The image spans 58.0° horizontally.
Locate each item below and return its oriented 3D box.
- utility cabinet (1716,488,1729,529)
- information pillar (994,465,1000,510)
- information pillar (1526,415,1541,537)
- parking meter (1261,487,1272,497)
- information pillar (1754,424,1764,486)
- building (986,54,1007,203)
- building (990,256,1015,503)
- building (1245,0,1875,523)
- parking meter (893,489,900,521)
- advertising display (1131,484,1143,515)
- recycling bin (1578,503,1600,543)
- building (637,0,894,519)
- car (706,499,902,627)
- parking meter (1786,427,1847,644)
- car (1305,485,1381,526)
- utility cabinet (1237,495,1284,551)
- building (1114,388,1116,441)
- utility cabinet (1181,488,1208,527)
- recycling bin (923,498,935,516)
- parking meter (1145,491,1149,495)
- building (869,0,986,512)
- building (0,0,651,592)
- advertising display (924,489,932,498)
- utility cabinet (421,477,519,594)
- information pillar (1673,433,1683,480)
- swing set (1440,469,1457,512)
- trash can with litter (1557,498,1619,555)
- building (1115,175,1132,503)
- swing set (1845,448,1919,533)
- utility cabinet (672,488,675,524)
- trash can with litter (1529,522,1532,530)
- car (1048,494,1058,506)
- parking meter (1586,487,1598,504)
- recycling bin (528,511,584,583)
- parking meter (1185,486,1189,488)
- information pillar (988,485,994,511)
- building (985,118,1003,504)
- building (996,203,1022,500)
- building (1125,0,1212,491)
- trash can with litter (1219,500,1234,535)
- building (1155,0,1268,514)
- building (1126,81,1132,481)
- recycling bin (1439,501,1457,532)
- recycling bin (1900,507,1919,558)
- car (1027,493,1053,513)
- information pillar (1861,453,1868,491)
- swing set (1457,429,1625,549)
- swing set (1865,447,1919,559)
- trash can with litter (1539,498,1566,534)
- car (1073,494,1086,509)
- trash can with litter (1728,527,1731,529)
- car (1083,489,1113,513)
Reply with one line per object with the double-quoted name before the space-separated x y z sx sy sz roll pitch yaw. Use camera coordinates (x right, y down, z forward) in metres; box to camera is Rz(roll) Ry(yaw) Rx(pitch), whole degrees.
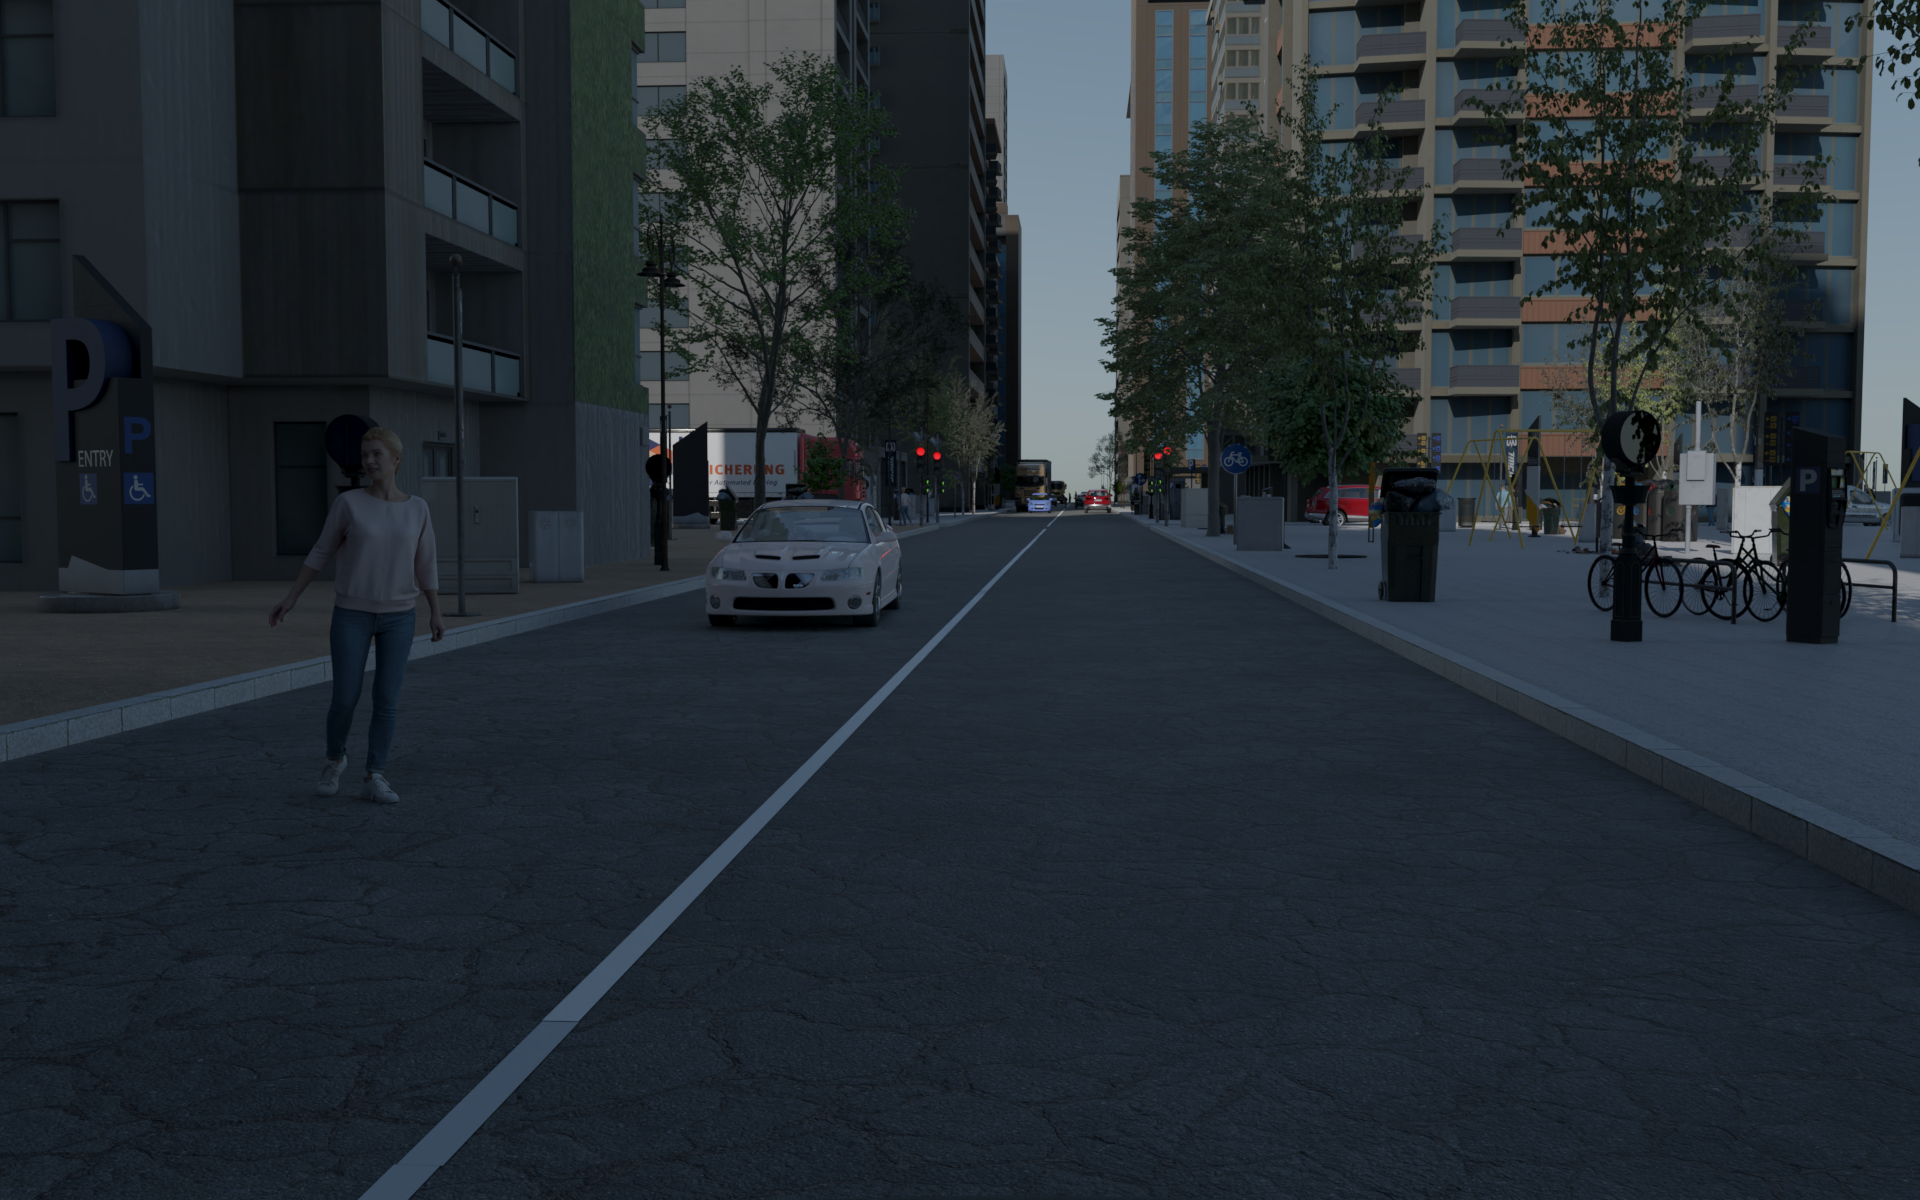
"utility cabinet" 27.435 -3.279 62.293 0.318 1.500 1.173 2 4 28
"information pillar" 3.010 -9.130 140.622 0.504 3.616 0.183 3 5 45
"information pillar" 17.041 -3.675 51.436 0.183 3.616 0.504 -1 4 -22
"parking meter" 10.530 -3.122 59.452 0.372 1.533 0.369 0 3 0
"information pillar" 26.946 -4.103 58.440 0.504 3.616 0.183 -3 5 -44
"building" -0.351 -51.959 287.773 20.563 71.187 20.611 0 4 4
"building" -7.112 -34.183 250.769 32.217 40.220 23.993 0 4 4
"building" 28.206 -26.387 86.053 28.867 44.769 22.147 0 4 4
"parking meter" -3.046 -4.634 84.171 0.372 1.533 0.369 0 3 0
"advertising display" 10.961 -6.249 107.384 0.123 1.923 0.974 -3 4 -37
"recycling bin" 16.888 -2.055 46.147 0.722 1.027 0.722 2 4 24
"building" -13.646 -40.355 98.048 20.563 71.187 20.611 0 4 4
"car" -1.727 -0.484 20.276 2.083 1.381 4.827 0 4 3
"parking meter" 7.375 -0.562 14.907 0.255 1.863 0.399 -2 4 -30
"car" 16.930 -3.840 71.452 5.304 1.827 2.281 0 4 6
"utility cabinet" 6.787 -1.712 39.145 1.020 1.237 0.306 1 4 17
"building" 38.605 -26.280 274.708 27.650 21.520 28.899 0 4 4
"utility cabinet" 9.061 -3.550 66.719 1.173 1.500 0.318 -2 4 -30
"recycling bin" -1.907 -5.385 100.595 0.722 1.027 0.722 -1 4 -18
"parking meter" 12.787 -6.684 117.700 0.372 1.533 0.369 0 3 0
"building" -9.276 -31.032 131.070 21.300 48.544 21.600 0 4 4
"building" -13.755 -21.039 27.583 14.154 41.232 14.086 0 4 4
"advertising display" -2.113 -6.683 114.487 0.123 1.923 0.974 2 4 28
"utility cabinet" -6.260 -0.824 22.150 1.173 1.500 0.318 -1 4 -11
"information pillar" 27.673 -4.614 66.786 0.183 3.616 0.504 -1 4 -8
"swing set" 15.166 -3.127 48.746 2.862 2.851 3.119 -1 4 -19
"trash can with litter" 13.798 -1.614 37.448 1.678 1.210 2.233 -1 4 -13
"building" 33.287 -38.217 248.556 21.300 48.544 21.600 0 4 4
"swing set" 33.270 -4.048 63.798 3.119 2.851 2.862 -3 5 -43
"utility cabinet" -10.925 -3.633 68.075 0.318 1.500 1.173 1 4 18
"trash can with litter" 20.509 -3.064 61.490 0.624 1.170 1.055 1 4 16
"car" 10.534 -11.877 203.975 2.009 1.686 4.222 0 4 2
"parking meter" 21.648 -3.117 59.373 0.372 1.533 0.369 0 3 0
"recycling bin" -5.894 -0.778 25.272 0.722 1.027 0.722 -1 4 -19
"parking meter" 16.934 -7.596 129.909 0.399 1.863 0.255 3 4 36
"information pillar" 2.367 -8.093 136.810 0.304 2.012 0.304 0 4 2
"building" -6.521 -33.279 198.735 22.147 44.769 28.867 0 4 4
"building" 2.425 -37.893 269.663 14.600 45.320 14.200 0 4 4
"building" 20.946 -30.021 140.955 14.600 45.320 14.200 0 4 4
"trash can with litter" 8.467 -2.683 55.254 1.055 1.170 0.624 2 4 34
"building" 29.242 -25.783 113.430 32.217 40.220 23.993 0 4 4
"building" 34.796 -37.978 210.174 28.713 52.752 27.495 0 4 4
"recycling bin" 16.551 -2.859 59.297 0.722 1.027 0.722 0 4 1
"recycling bin" 19.407 -1.358 34.765 0.722 1.027 0.722 -2 4 -34
"car" 6.013 -7.387 130.370 1.945 1.707 3.694 0 4 4
"information pillar" 49.542 -6.361 95.364 0.504 3.616 0.183 0 4 -7
"swing set" 14.220 -2.715 42.005 3.119 2.851 2.862 -1 4 -9
"swing set" 18.779 -2.093 31.839 3.119 2.851 2.862 -2 4 -32
"trash can with litter" 18.833 -2.668 55.001 0.624 1.170 1.055 3 5 41
"car" 12.270 -9.754 171.272 2.131 1.459 4.920 0 4 4
"trash can with litter" 28.734 -3.255 64.279 2.233 1.210 1.678 -3 4 -38
"car" 10.380 -7.451 130.503 2.281 1.827 5.304 0 4 4
